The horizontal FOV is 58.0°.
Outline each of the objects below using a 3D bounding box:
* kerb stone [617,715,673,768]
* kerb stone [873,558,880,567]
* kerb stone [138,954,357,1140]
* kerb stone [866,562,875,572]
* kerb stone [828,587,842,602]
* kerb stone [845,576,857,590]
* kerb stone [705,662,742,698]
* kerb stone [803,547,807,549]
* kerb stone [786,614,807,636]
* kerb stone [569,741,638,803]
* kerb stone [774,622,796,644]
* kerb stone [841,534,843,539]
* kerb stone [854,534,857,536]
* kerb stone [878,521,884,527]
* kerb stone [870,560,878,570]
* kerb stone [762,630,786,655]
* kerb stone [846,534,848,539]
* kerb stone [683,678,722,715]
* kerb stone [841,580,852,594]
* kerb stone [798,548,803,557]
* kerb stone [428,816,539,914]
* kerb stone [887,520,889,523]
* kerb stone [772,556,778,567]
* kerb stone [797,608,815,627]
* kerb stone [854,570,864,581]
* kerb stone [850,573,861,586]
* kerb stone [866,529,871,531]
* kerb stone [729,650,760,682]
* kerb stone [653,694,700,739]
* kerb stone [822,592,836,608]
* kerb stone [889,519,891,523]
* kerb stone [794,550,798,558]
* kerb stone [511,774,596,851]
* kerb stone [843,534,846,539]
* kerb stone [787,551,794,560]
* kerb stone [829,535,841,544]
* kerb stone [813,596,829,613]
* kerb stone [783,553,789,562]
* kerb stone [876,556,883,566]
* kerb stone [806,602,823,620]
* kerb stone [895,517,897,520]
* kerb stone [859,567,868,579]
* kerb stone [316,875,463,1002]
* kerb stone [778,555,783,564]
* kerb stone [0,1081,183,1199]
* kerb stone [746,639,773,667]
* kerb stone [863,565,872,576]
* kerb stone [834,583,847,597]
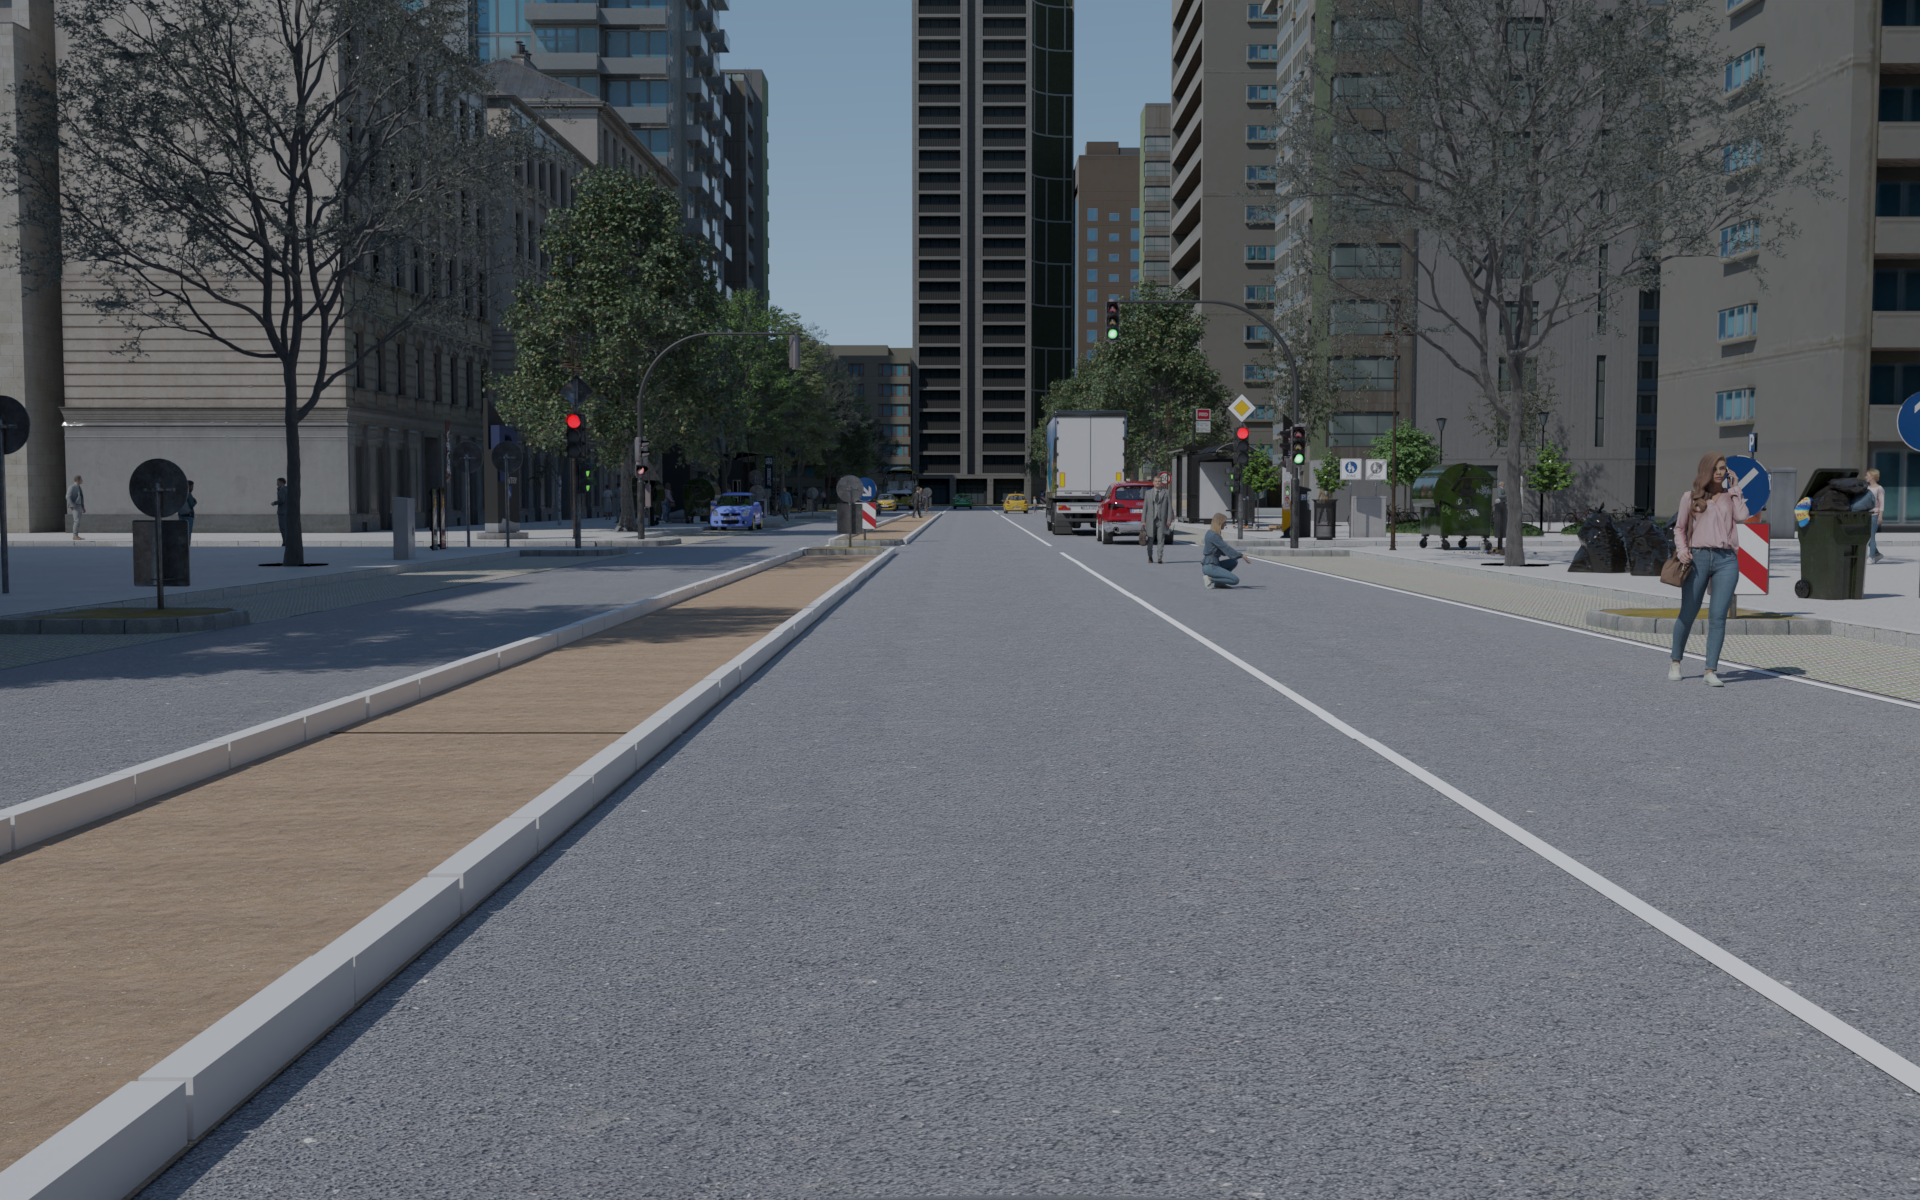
[{"bbox_3d":[-1.726,0.781,9.433,0.120,0.150,1.000,0,4,0],"label":"kerb stone"},{"bbox_3d":[-1.651,-0.662,33.013,0.120,0.150,1.000,0,4,0],"label":"kerb stone"},{"bbox_3d":[-1.745,1.094,4.312,0.120,0.150,1.000,0,4,0],"label":"kerb stone"},{"bbox_3d":[-1.653,-0.534,30.952,0.120,0.150,1.000,0,4,0],"label":"kerb stone"},{"bbox_3d":[-1.684,-0.034,22.759,0.120,0.150,1.000,0,4,0],"label":"kerb stone"},{"bbox_3d":[-1.662,-0.222,25.831,0.120,0.150,1.000,0,4,0],"label":"kerb stone"},{"bbox_3d":[-1.719,0.592,12.510,0.120,0.150,1.000,0,4,0],"label":"kerb stone"},{"bbox_3d":[-3.714,-1.092,40.220,0.120,0.150,1.000,0,4,0],"label":"kerb stone"},{"bbox_3d":[-1.694,0.279,17.633,0.120,0.150,1.000,0,4,0],"label":"kerb stone"},{"bbox_3d":[-1.732,0.843,8.411,0.120,0.150,1.000,0,4,0],"label":"kerb stone"},{"bbox_3d":[-1.704,0.343,16.601,0.120,0.150,1.000,0,4,0],"label":"kerb stone"},{"bbox_3d":[-3.679,-1.822,51.980,0.120,0.150,1.000,0,4,0],"label":"kerb stone"},{"bbox_3d":[-3.649,-2.190,58.127,0.120,0.150,1.000,0,4,0],"label":"kerb stone"},{"bbox_3d":[-3.583,-3.390,77.620,0.120,0.150,1.000,0,4,0],"label":"kerb stone"},{"bbox_3d":[-1.651,-0.598,31.982,0.120,0.150,1.000,0,4,0],"label":"kerb stone"},{"bbox_3d":[-1.703,0.411,15.577,0.120,0.150,1.000,0,4,0],"label":"kerb stone"},{"bbox_3d":[-3.670,-1.947,54.035,0.120,0.150,1.000,0,4,0],"label":"kerb stone"},{"bbox_3d":[-1.727,0.661,11.479,0.120,0.150,1.000,0,4,0],"label":"kerb stone"},{"bbox_3d":[-1.676,-0.157,24.809,0.120,0.150,1.000,0,4,0],"label":"kerb stone"},{"bbox_3d":[-3.724,-1.034,39.198,0.120,0.150,1.000,0,4,0],"label":"kerb stone"},{"bbox_3d":[-1.739,0.969,6.360,0.120,0.150,1.000,0,4,0],"label":"kerb stone"},{"bbox_3d":[-3.568,-3.641,81.723,0.120,0.150,1.000,0,4,0],"label":"kerb stone"},{"bbox_3d":[-3.742,-0.726,34.067,0.120,0.150,1.000,0,4,0],"label":"kerb stone"},{"bbox_3d":[-1.697,0.224,18.656,0.120,0.150,1.000,0,4,0],"label":"kerb stone"},{"bbox_3d":[-1.670,-0.348,27.881,0.120,0.150,1.000,0,4,0],"label":"kerb stone"},{"bbox_3d":[-1.664,-0.285,26.856,0.120,0.150,1.000,0,4,0],"label":"kerb stone"},{"bbox_3d":[-3.616,-2.762,67.363,0.120,0.150,1.000,0,4,0],"label":"kerb stone"},{"bbox_3d":[-1.706,0.530,13.532,0.120,0.150,1.000,0,4,0],"label":"kerb stone"},{"bbox_3d":[-1.724,0.719,10.456,0.120,0.150,1.000,0,4,0],"label":"kerb stone"},{"bbox_3d":[-1.691,0.030,21.737,0.120,0.150,1.000,0,4,0],"label":"kerb stone"},{"bbox_3d":[-3.566,-3.767,83.790,0.120,0.150,1.000,0,4,0],"label":"kerb stone"},{"bbox_3d":[-3.726,-0.977,38.175,0.120,0.150,1.000,0,4,0],"label":"kerb stone"},{"bbox_3d":[-1.734,0.908,7.390,0.120,0.150,1.000,0,4,0],"label":"kerb stone"},{"bbox_3d":[-3.674,-1.883,53.011,0.120,0.150,1.000,0,4,0],"label":"kerb stone"},{"bbox_3d":[-3.723,-0.905,37.145,0.120,0.150,1.000,0,4,0],"label":"kerb stone"},{"bbox_3d":[-3.674,-1.753,50.958,0.120,0.150,1.000,0,4,0],"label":"kerb stone"},{"bbox_3d":[-1.694,0.091,20.707,0.120,0.150,1.000,0,4,0],"label":"kerb stone"},{"bbox_3d":[-3.739,-0.852,36.120,0.120,0.150,1.000,0,4,0],"label":"kerb stone"},{"bbox_3d":[-1.638,-0.724,34.035,0.120,0.150,1.000,0,4,0],"label":"kerb stone"},{"bbox_3d":[-1.690,0.157,19.682,0.120,0.150,1.000,0,4,0],"label":"kerb stone"},{"bbox_3d":[-3.543,-4.206,90.958,0.120,0.150,1.000,0,4,0],"label":"kerb stone"},{"bbox_3d":[-1.665,-0.411,28.908,0.120,0.150,1.000,0,4,0],"label":"kerb stone"},{"bbox_3d":[-1.746,1.039,5.334,0.120,0.150,1.000,0,4,0],"label":"kerb stone"},{"bbox_3d":[-3.742,-0.785,35.098,0.120,0.150,1.000,0,4,0],"label":"kerb stone"},{"bbox_3d":[-1.753,1.156,3.288,0.120,0.150,1.000,0,4,0],"label":"kerb stone"},{"bbox_3d":[-1.705,0.467,14.554,0.120,0.150,1.000,0,4,0],"label":"kerb stone"},{"bbox_3d":[-1.653,-0.473,29.930,0.120,0.150,1.000,0,4,0],"label":"kerb stone"},{"bbox_3d":[-1.683,-0.097,23.781,0.120,0.150,1.000,0,4,0],"label":"kerb stone"}]
